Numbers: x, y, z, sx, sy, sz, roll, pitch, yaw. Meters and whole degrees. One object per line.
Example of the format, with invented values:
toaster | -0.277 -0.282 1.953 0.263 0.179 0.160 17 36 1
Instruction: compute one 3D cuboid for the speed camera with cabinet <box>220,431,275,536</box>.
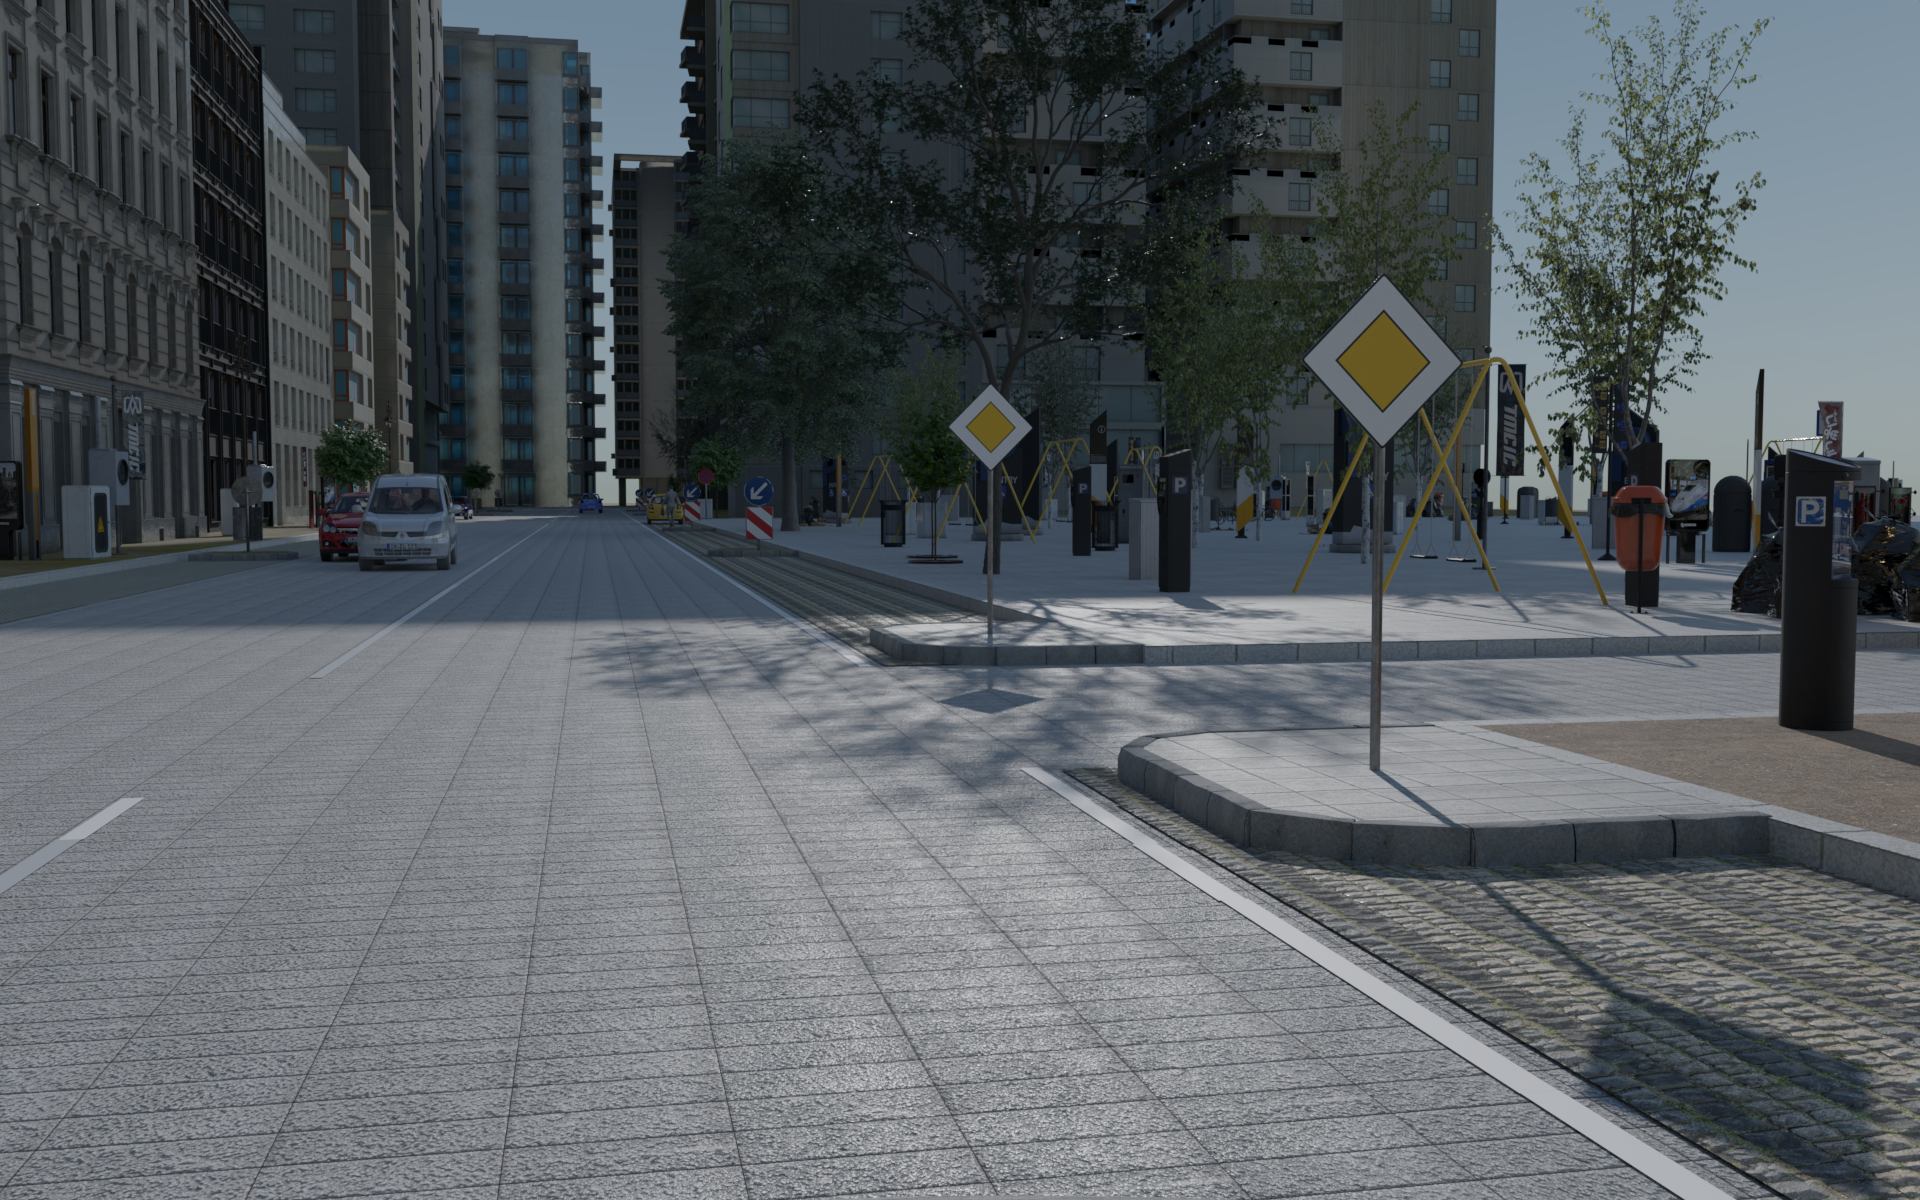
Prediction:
speed camera with cabinet | -22.224 -3.652 54.045 0.660 3.252 2.038 1 4 12

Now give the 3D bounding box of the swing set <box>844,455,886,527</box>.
swing set | -3.041 -4.412 69.749 2.862 2.851 3.119 -1 4 -15

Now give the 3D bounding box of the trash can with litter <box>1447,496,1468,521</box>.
trash can with litter | 23.728 -4.360 82.668 0.624 1.170 1.055 -3 4 -36

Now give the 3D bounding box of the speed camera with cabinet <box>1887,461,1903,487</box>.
speed camera with cabinet | 54.997 -6.657 103.181 2.038 3.252 0.660 0 4 -1

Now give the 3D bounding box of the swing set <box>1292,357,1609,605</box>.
swing set | 5.901 -1.450 21.321 2.862 2.851 3.119 0 4 -8

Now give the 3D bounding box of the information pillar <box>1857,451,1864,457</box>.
information pillar | 48.810 -6.282 94.059 0.504 3.616 0.183 0 4 -4

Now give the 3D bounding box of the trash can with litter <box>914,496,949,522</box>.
trash can with litter | -1.596 -4.197 79.674 2.233 1.210 1.678 2 4 31

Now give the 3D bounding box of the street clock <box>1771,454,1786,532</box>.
street clock | 14.998 -1.655 31.623 0.358 2.002 0.471 2 4 34

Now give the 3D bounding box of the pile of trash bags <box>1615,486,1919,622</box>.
pile of trash bags | 8.716 -0.528 18.391 3.447 1.369 1.912 1 4 17

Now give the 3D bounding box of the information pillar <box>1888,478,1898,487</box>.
information pillar | 42.107 -4.508 78.200 0.304 2.012 0.304 -1 4 -14

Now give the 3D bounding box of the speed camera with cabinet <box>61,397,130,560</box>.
speed camera with cabinet | -17.278 -2.465 34.641 0.660 3.252 2.038 0 4 -6

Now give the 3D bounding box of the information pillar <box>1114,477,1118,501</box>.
information pillar | 6.746 -4.220 73.487 0.304 2.012 0.304 3 5 43

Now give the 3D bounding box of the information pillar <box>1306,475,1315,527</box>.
information pillar | 13.706 -3.867 67.721 0.304 2.012 0.304 1 4 13

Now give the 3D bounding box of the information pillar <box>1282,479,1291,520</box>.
information pillar | 15.948 -4.905 84.689 0.304 2.012 0.304 -2 4 -27

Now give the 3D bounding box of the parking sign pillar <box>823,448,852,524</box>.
parking sign pillar | -5.462 -5.341 75.802 1.447 3.967 1.447 -3 5 -40

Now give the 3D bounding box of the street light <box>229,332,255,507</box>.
street light | -20.458 -4.690 49.468 0.468 5.910 1.993 -1 4 -12

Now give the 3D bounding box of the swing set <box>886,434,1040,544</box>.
swing set | 0.034 -2.893 44.921 2.862 2.851 3.119 -2 4 -23

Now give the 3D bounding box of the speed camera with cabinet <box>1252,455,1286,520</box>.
speed camera with cabinet | 15.296 -5.670 87.044 2.038 3.252 0.660 2 4 24

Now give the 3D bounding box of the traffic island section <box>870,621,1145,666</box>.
traffic island section | 0.294 0.391 15.888 2.009 0.180 2.903 -1 4 -12

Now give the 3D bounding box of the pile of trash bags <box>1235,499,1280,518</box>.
pile of trash bags | 16.126 -5.043 92.213 1.912 1.369 3.447 -1 4 -20

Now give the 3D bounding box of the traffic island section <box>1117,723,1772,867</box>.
traffic island section | 1.948 0.869 8.076 2.009 0.180 2.903 -1 4 -12

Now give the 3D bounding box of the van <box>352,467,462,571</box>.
van | -10.745 -1.638 33.795 2.013 2.044 4.112 -1 4 -14

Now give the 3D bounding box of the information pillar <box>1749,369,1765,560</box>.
information pillar | 15.037 -2.525 32.643 0.183 3.616 0.504 1 4 17

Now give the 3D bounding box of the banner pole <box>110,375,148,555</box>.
banner pole | -17.682 -2.859 36.761 0.401 3.779 0.863 3 5 42

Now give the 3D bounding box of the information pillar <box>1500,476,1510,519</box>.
information pillar | 28.296 -6.029 89.930 0.504 3.616 0.183 -1 4 -14

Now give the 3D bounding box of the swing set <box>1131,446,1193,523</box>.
swing set | 6.208 -3.692 57.992 2.862 2.851 3.119 -1 4 -9

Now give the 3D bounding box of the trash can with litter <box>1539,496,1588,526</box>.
trash can with litter | 24.702 -3.669 71.049 2.233 1.210 1.678 0 4 6

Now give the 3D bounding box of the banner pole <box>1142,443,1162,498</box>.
banner pole | 9.459 -5.771 84.380 0.863 3.779 0.401 -1 4 -9

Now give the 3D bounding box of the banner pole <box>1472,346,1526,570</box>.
banner pole | 9.166 -2.407 29.379 0.863 3.779 0.401 0 4 8

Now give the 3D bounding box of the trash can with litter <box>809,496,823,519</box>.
trash can with litter | -7.292 -4.807 89.982 1.055 1.170 0.624 1 4 16

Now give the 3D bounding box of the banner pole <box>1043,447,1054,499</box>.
banner pole | 4.685 -6.154 90.630 0.863 3.779 0.401 -2 4 -24

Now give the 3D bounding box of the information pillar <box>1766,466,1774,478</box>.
information pillar | 21.239 -2.492 45.238 0.304 2.012 0.304 3 5 39

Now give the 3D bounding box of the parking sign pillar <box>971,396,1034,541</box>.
parking sign pillar | 1.027 -3.617 47.602 1.447 3.967 1.447 -1 4 -17

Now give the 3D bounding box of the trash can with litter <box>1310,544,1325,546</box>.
trash can with litter | 9.578 -1.894 42.032 1.678 1.210 2.233 0 4 -8

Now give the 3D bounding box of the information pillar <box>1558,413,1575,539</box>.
information pillar | 17.553 -3.594 50.119 0.183 3.616 0.504 -2 4 -28

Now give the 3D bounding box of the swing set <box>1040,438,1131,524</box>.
swing set | 3.032 -3.207 50.062 2.862 2.851 3.119 -1 4 -12

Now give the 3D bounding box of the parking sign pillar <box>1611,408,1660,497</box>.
parking sign pillar | 19.416 -3.754 49.850 1.447 3.967 1.447 -2 4 -34

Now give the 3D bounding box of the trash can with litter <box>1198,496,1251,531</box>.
trash can with litter | 9.284 -3.055 61.014 2.233 1.210 1.678 -1 4 -12

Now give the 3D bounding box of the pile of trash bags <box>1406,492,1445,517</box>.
pile of trash bags | 26.138 -5.309 96.555 1.912 1.369 3.447 3 4 37

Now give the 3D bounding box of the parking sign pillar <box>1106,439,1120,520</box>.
parking sign pillar | 7.176 -5.886 84.705 1.447 3.967 1.447 2 4 32

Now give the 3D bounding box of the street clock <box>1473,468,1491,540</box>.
street clock | 14.715 -2.709 48.867 0.358 2.002 0.471 -2 4 -26

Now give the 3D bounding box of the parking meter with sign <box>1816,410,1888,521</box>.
parking meter with sign | 18.629 -2.420 35.823 1.738 3.016 0.543 -1 4 -11

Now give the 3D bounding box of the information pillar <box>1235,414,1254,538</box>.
information pillar | 8.244 -3.597 50.173 0.504 3.616 0.183 0 4 -4

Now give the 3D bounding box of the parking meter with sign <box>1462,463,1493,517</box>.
parking meter with sign | 29.153 -6.200 97.632 1.738 3.016 0.543 0 4 2

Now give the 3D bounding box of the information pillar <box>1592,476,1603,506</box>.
information pillar | 25.622 -3.983 69.621 0.304 2.012 0.304 -3 5 -44

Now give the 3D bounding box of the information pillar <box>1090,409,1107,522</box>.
information pillar | 3.832 -3.457 47.875 0.504 3.616 0.183 0 4 3

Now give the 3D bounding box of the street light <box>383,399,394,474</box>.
street light | -27.844 -6.839 84.600 0.468 5.910 1.993 -1 4 -12

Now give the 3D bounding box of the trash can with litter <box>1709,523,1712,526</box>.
trash can with litter | 30.098 -3.541 68.955 1.678 1.210 2.233 -1 4 -19

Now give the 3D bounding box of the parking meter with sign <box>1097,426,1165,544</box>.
parking meter with sign | 4.419 -2.969 44.802 1.738 3.016 0.543 1 4 9

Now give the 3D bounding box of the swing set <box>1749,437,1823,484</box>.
swing set | 23.691 -3.138 48.918 2.862 2.851 3.119 0 4 -2
